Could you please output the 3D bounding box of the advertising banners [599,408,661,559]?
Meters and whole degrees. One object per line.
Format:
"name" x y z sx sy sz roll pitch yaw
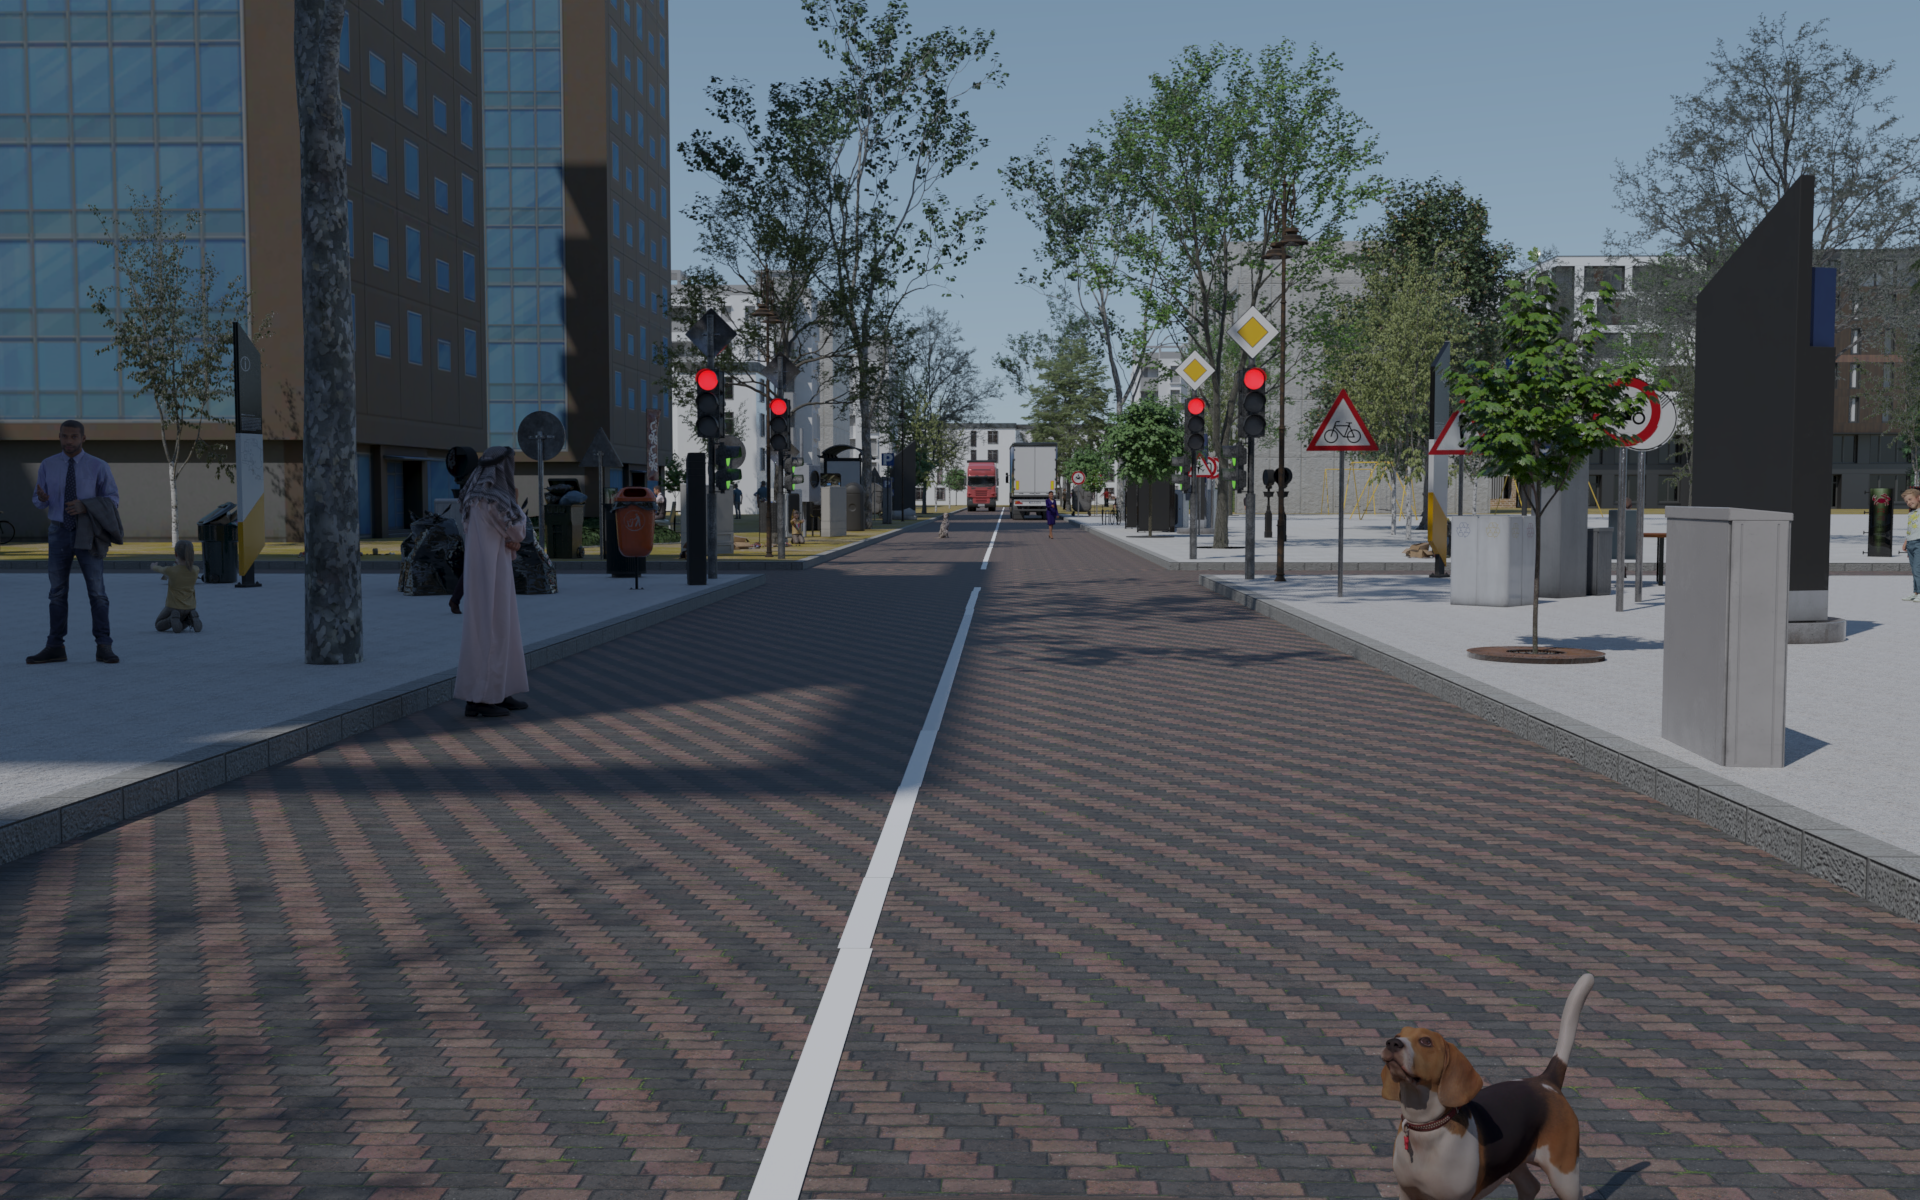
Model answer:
"advertising banners" -6.587 -2.361 34.784 0.090 3.025 2.074 2 4 25

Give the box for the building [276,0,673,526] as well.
"building" -21.988 -26.403 81.799 14.600 45.320 14.200 0 4 2

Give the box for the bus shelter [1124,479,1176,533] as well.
"bus shelter" 6.492 -4.248 60.732 1.731 3.624 6.357 0 4 2

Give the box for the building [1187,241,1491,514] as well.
"building" 27.057 -16.099 129.683 16.747 18.905 31.486 0 4 2

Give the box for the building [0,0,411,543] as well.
"building" -23.273 -24.532 51.211 14.600 45.320 14.200 0 4 2

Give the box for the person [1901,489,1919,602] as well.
"person" 11.428 -0.658 20.710 0.340 1.345 0.435 -1 4 -14

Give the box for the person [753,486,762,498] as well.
"person" -9.511 -4.691 83.457 0.841 1.734 0.376 1 4 9

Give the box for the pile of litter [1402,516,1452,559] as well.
"pile of litter" 9.510 -1.296 35.163 1.176 0.858 1.719 3 5 43

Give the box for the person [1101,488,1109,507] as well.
"person" 14.307 -9.955 168.744 1.348 1.831 0.705 -2 4 -32

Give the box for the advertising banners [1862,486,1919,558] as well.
"advertising banners" 19.296 -2.359 34.751 2.074 3.025 0.090 3 5 42

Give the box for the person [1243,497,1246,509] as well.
"person" 18.372 -6.173 110.211 0.697 1.427 0.421 2 4 35

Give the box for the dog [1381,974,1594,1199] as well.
"dog" 0.973 0.986 3.166 0.406 0.507 0.540 1 4 13

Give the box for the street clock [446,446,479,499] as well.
"street clock" -7.566 -1.333 26.372 0.471 2.002 0.358 2 4 29

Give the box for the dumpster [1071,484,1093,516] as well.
"dumpster" 7.129 -5.842 101.274 1.264 1.857 1.865 0 4 1

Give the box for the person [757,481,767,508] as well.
"person" -7.647 -3.770 67.818 0.598 1.807 0.434 1 4 12

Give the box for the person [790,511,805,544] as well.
"person" -4.148 -1.853 44.263 0.347 0.859 0.695 -1 4 -14

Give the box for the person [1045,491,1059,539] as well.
"person" 2.975 -2.713 55.224 0.453 1.535 0.546 -3 5 -40

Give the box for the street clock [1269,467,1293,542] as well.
"street clock" 8.682 -2.571 46.612 0.471 2.002 0.358 3 4 36

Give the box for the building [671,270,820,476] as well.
"building" -19.694 -17.612 144.375 16.016 20.091 11.380 0 4 2

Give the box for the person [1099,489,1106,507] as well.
"person" 14.677 -10.289 174.235 1.348 1.831 0.705 0 4 -5

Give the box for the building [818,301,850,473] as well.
"building" -27.146 -18.412 167.491 31.486 18.905 16.747 0 4 2

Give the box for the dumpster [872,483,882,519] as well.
"dumpster" -4.561 -5.129 89.625 1.264 1.857 1.865 0 4 1

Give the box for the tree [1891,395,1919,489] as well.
"tree" 55.069 -7.822 90.791 11.467 7.101 20.602 0 4 7

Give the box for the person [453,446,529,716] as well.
"person" -3.005 -0.125 11.218 0.621 1.740 0.551 -3 5 -44

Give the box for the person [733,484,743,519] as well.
"person" -11.501 -5.088 89.360 0.598 1.807 0.434 -2 4 -30

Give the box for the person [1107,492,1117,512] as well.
"person" 10.908 -6.993 123.566 0.628 1.438 0.799 2 4 34

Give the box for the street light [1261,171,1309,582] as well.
"street light" 4.705 -3.210 25.269 0.468 5.910 1.993 0 4 2

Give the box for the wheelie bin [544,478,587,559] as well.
"wheelie bin" -7.871 -1.625 34.481 0.980 1.594 0.693 1 4 14

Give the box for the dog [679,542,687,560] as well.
"dog" -5.281 -0.994 33.996 0.550 0.427 0.748 1 4 18

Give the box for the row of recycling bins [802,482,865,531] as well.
"row of recycling bins" -4.831 -3.266 60.515 3.534 1.692 1.069 2 4 33

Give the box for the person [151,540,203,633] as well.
"person" -7.329 -0.136 16.187 0.347 0.859 0.695 -3 5 -43

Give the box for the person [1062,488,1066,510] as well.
"person" 8.447 -8.070 138.706 0.721 1.735 1.217 2 4 28

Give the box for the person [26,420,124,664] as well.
"person" -6.685 -0.435 13.024 0.709 1.838 0.599 -1 4 -14

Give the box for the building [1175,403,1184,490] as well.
"building" 24.770 -13.312 159.790 9.099 9.664 28.070 0 4 2

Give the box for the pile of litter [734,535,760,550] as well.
"pile of litter" -5.404 -1.606 40.225 1.719 0.858 1.176 -2 4 -26

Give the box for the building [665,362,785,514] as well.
"building" -16.974 -11.138 124.252 9.099 9.664 28.070 0 4 2

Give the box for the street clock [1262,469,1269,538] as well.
"street clock" 9.030 -2.820 50.676 0.358 2.002 0.471 -1 4 -12

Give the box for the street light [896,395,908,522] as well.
"street light" -2.676 -6.599 80.684 0.468 5.910 1.993 0 4 2

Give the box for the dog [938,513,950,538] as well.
"dog" -0.625 -2.425 56.478 0.800 0.831 0.513 -2 4 -32

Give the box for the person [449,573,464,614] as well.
"person" -5.116 -0.600 18.540 0.574 1.496 0.600 -3 4 -36

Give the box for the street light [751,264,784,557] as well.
"street light" -3.877 -3.806 35.021 0.468 5.910 1.993 0 4 2

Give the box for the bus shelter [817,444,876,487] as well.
"bus shelter" -4.746 -4.858 73.349 2.014 3.302 5.546 0 4 2
